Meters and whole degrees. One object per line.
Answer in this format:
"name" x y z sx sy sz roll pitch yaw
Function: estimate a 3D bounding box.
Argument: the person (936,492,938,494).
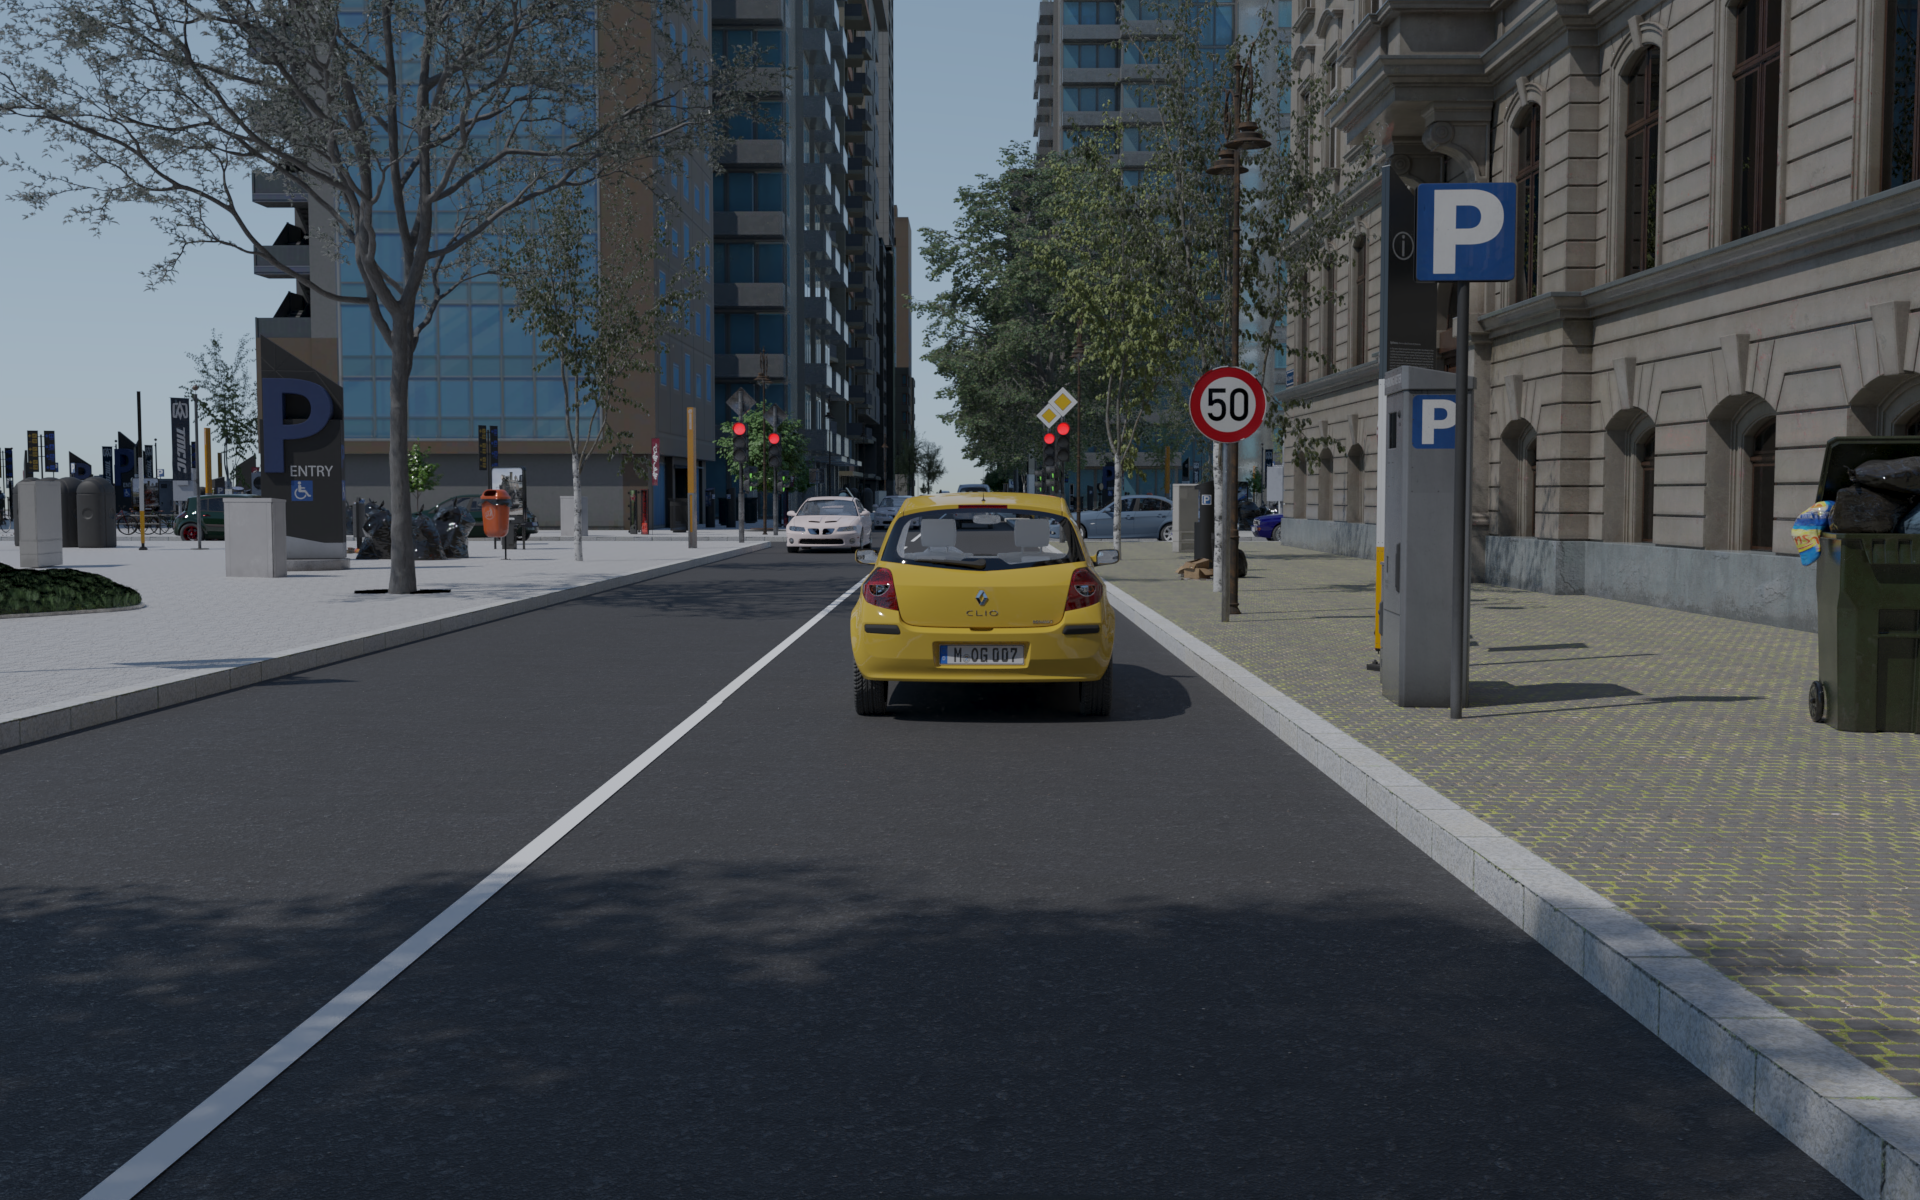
"person" -3.114 -14.208 241.516 0.721 1.736 1.217 2 4 33

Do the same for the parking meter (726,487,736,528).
"parking meter" -8.752 -3.531 66.147 0.372 1.533 0.369 0 3 0

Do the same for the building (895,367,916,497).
"building" -20.724 -24.807 250.625 27.650 21.520 28.899 0 4 0

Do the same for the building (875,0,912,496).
"building" -16.725 -48.060 224.031 20.563 71.187 20.611 0 4 0

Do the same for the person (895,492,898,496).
"person" -7.715 -12.123 207.438 1.217 1.736 0.721 0 4 1

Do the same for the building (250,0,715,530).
"building" -17.521 -25.473 66.598 14.600 45.320 14.200 0 4 0

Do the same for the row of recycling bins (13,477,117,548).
"row of recycling bins" -21.746 -2.133 41.989 3.534 1.692 1.069 2 4 33

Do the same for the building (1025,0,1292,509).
"building" 17.914 -32.800 155.881 23.786 49.044 30.456 0 4 0

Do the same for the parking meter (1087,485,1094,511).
"parking meter" 8.751 -6.767 116.351 0.399 1.863 0.255 -1 4 -19

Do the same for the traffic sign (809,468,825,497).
"traffic sign" -5.636 -4.044 68.249 0.606 2.300 0.079 0 4 4

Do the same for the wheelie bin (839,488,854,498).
"wheelie bin" -5.736 -4.868 87.493 0.693 1.594 0.980 0 4 2

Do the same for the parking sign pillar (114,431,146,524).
"parking sign pillar" -35.481 -5.234 74.041 1.447 3.967 1.447 1 4 17

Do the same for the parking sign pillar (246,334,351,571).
"parking sign pillar" -11.123 -2.498 29.315 1.447 3.967 1.447 -1 4 -11

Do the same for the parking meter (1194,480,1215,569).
"parking meter" 4.079 -1.245 28.772 0.372 1.533 0.369 0 3 0

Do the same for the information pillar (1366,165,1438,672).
"information pillar" 3.229 -1.297 12.559 0.504 3.616 0.183 -2 4 -28

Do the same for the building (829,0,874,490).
"building" -18.671 -29.905 143.574 22.147 44.769 28.867 0 4 0

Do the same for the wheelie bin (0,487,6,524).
"wheelie bin" -40.146 -3.920 71.992 0.693 1.594 0.980 2 4 32

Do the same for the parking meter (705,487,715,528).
"parking meter" -9.550 -3.535 66.213 0.372 1.533 0.369 0 3 0

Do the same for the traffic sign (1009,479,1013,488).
"traffic sign" 3.625 -7.075 117.803 0.606 2.300 0.079 0 4 1

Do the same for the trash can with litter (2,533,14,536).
"trash can with litter" -28.617 -2.635 54.136 2.233 1.210 1.678 -1 4 -21

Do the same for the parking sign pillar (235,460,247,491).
"parking sign pillar" -47.440 -7.748 115.152 1.447 3.967 1.447 -1 4 -14

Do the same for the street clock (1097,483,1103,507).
"street clock" 9.164 -6.655 113.386 0.358 2.002 0.471 3 4 39

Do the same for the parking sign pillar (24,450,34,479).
"parking sign pillar" -57.263 -7.218 106.483 1.447 3.967 1.447 -2 4 -32

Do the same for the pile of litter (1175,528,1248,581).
"pile of litter" 3.799 -0.764 26.459 1.176 0.858 1.719 3 5 39

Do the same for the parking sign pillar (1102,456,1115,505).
"parking sign pillar" 10.586 -8.106 121.004 1.447 3.967 1.447 2 4 33

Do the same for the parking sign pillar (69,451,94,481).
"parking sign pillar" -55.075 -7.347 108.602 1.447 3.967 1.447 3 5 45

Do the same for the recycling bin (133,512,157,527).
"recycling bin" -32.095 -3.404 68.202 0.722 1.027 0.722 -3 4 -36

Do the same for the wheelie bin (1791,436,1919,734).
"wheelie bin" 5.091 -0.094 9.442 0.980 1.594 0.693 1 4 14

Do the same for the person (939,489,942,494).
"person" -1.610 -8.214 142.827 0.705 1.821 1.348 2 4 29

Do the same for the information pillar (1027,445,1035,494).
"information pillar" 3.008 -5.020 73.435 0.183 3.616 0.504 2 4 35

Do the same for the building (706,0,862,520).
"building" -18.085 -29.284 98.399 23.786 49.044 30.456 0 4 0

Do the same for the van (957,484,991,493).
"van" 0.617 -4.012 72.605 2.013 2.044 4.112 0 4 2

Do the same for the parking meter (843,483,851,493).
"parking meter" -5.951 -5.221 91.070 0.399 1.863 0.255 1 4 22

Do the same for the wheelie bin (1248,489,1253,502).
"wheelie bin" 17.128 -5.885 104.125 0.980 1.594 0.693 -3 4 -38

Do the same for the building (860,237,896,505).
"building" -14.555 -25.773 193.092 14.160 30.474 14.107 0 4 0

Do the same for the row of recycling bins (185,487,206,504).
"row of recycling bins" -42.187 -5.408 95.533 1.069 1.692 3.534 -3 4 -37

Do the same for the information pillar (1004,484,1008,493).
"information pillar" 3.185 -7.096 120.509 0.304 2.012 0.304 0 4 5

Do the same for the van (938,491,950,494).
"van" -1.846 -12.027 203.656 2.013 2.044 4.112 0 4 -1

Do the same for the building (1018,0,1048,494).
"building" 17.441 -53.379 185.411 22.319 86.520 31.000 0 4 0

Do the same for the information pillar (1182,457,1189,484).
"information pillar" 14.251 -7.211 109.262 0.504 3.616 0.183 3 4 37

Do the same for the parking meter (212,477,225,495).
"parking meter" -24.763 -3.188 57.831 0.255 1.863 0.399 3 5 42

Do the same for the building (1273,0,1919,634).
"building" 13.098 -12.640 25.743 14.460 24.649 34.723 0 4 0

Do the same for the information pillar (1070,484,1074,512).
"information pillar" 8.064 -7.363 124.882 0.304 2.012 0.304 1 4 8

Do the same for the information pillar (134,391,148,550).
"information pillar" -18.747 -2.953 39.644 0.183 3.616 0.504 -2 4 -24

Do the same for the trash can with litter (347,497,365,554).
"trash can with litter" -13.041 -1.650 38.042 1.678 1.210 2.233 -1 4 -13

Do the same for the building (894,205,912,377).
"building" -14.690 -37.998 271.371 14.600 45.320 14.200 0 4 0

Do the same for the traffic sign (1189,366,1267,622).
"traffic sign" 2.663 -1.052 17.301 0.768 2.556 0.104 0 4 3

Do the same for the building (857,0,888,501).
"building" -21.960 -35.611 171.480 28.713 52.752 27.495 0 4 0

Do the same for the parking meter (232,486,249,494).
"parking meter" -23.738 -2.970 56.979 0.372 1.533 0.369 0 3 0

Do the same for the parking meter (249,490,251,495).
"parking meter" -39.001 -5.288 94.867 0.372 1.533 0.369 0 3 0

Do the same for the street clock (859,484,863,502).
"street clock" -6.958 -7.157 121.588 0.358 2.002 0.471 1 4 10

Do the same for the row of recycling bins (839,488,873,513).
"row of recycling bins" -7.596 -6.745 117.398 3.534 1.692 1.069 1 4 13
